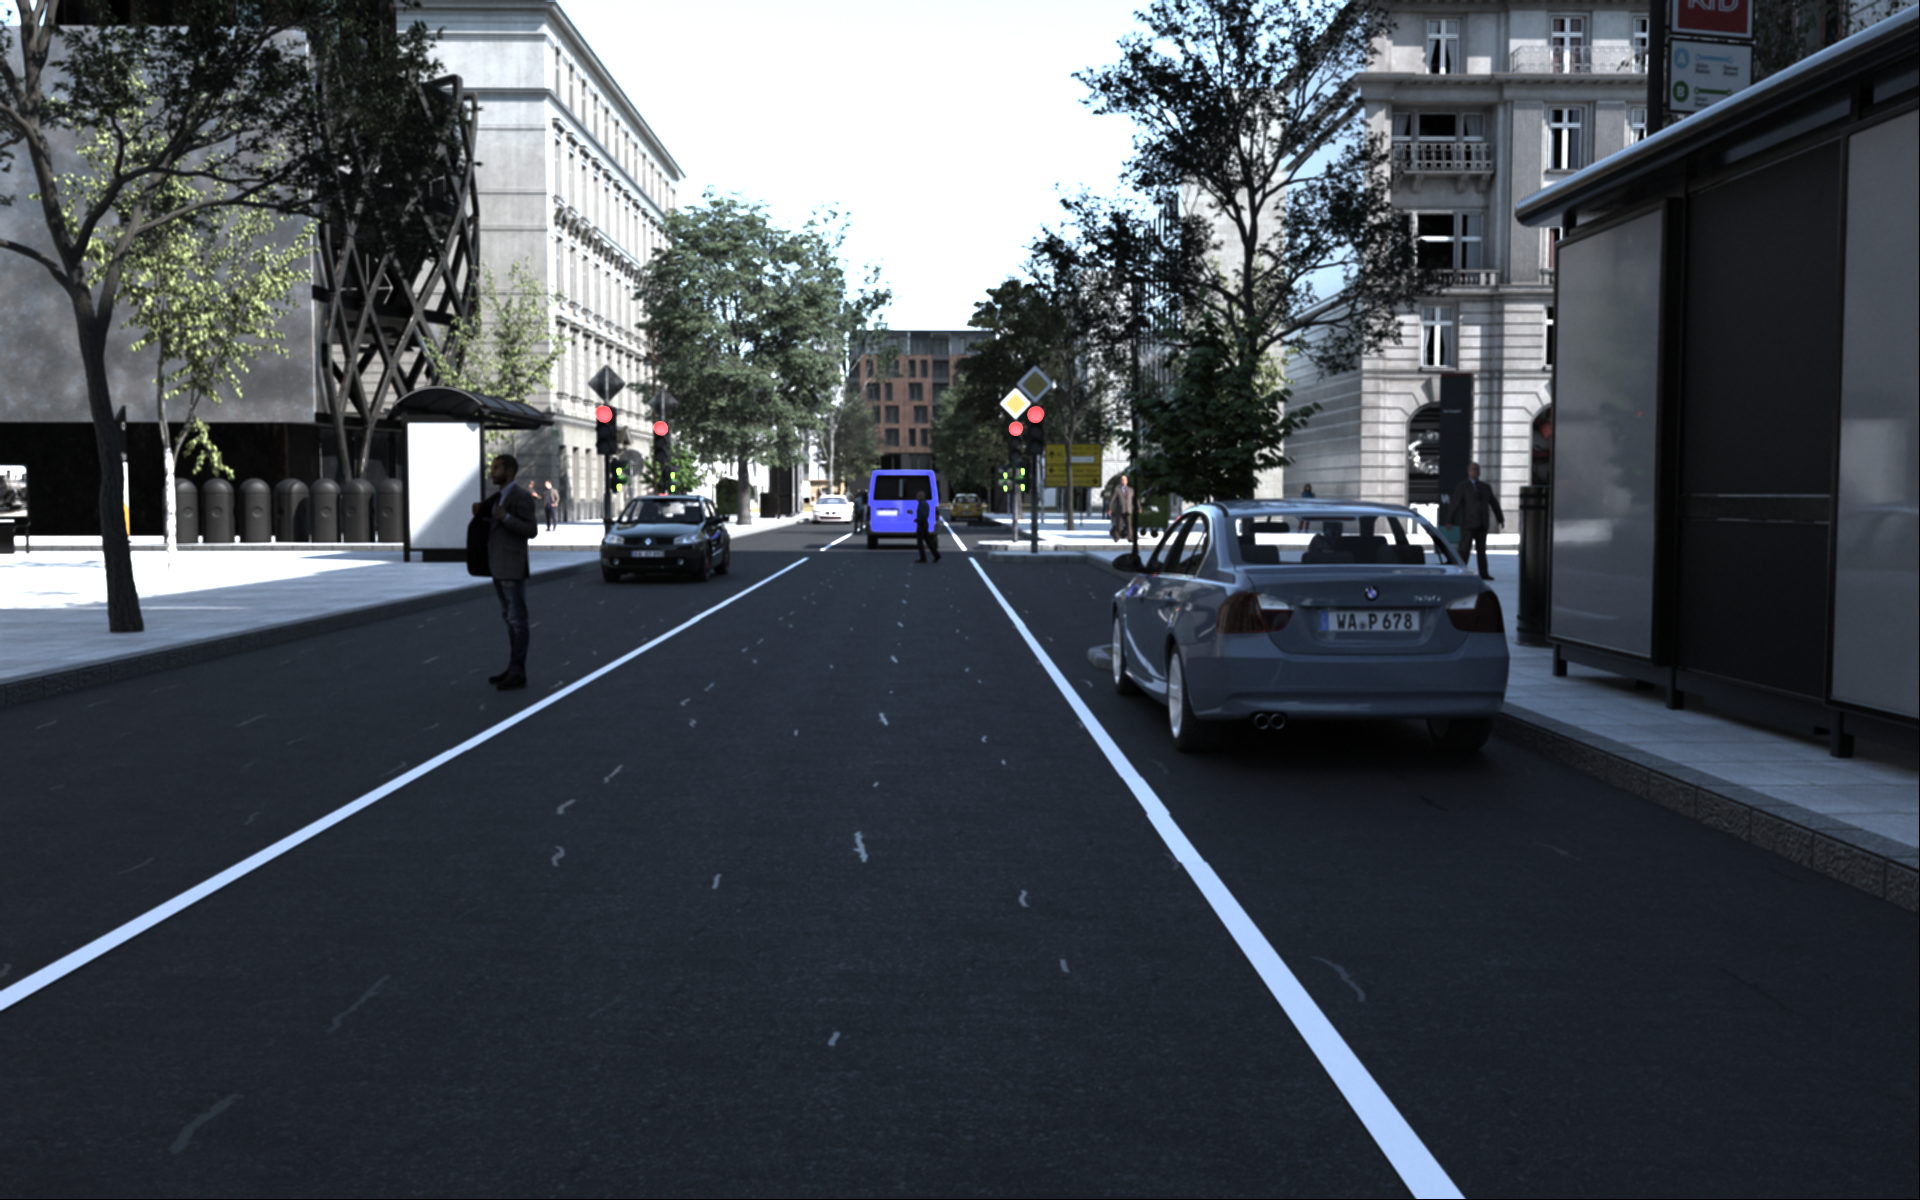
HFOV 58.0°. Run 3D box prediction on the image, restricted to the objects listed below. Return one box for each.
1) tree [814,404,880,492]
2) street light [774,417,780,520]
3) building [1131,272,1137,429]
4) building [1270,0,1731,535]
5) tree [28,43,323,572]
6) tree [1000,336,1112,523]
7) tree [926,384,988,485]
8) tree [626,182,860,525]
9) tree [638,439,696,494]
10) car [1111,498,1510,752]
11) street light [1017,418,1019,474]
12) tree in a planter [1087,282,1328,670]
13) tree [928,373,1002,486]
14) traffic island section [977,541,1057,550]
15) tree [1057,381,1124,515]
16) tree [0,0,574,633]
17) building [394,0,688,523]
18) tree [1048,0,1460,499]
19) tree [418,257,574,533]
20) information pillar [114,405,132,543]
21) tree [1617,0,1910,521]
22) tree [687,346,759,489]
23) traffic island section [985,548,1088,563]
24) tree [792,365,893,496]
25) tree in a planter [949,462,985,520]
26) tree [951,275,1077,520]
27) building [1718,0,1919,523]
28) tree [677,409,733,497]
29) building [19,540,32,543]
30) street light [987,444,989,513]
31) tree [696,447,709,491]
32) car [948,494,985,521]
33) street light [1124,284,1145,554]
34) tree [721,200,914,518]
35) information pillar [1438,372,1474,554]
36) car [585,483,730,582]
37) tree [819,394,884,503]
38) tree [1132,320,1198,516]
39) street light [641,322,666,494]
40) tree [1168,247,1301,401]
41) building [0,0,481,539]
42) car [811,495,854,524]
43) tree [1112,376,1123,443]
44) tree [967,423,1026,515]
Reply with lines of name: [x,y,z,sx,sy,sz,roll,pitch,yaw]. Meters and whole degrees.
tree: [-11.922,-14.982,179.371,7.601,10.594,8.767,-2,4,-25]
street light: [-9.065,-6.942,86.295,0.468,5.910,1.993,0,4,-1]
building: [19.443,-15.004,112.763,16.820,18.784,16.811,0,4,-1]
building: [24.036,-13.358,60.202,24.055,21.916,13.314,0,4,-1]
tree: [-12.786,-4.774,28.419,4.737,8.622,4.395,0,3,0]
tree: [3.852,-7.669,75.752,4.360,8.622,3.978,0,3,0]
tree: [0.776,-17.725,196.460,9.857,13.997,8.962,0,3,0]
tree: [-8.879,-10.028,70.609,9.857,13.997,8.962,0,3,0]
tree: [-9.089,-3.540,52.483,1.663,3.219,1.824,0,3,0]
car: [2.021,0.065,10.936,2.014,1.417,4.499,0,4,-2]
street light: [2.597,-6.553,79.923,0.468,5.910,1.993,0,4,-1]
tree in a planter: [2.110,-1.067,14.662,1.991,3.239,1.994,0,4,-1]
tree: [0.828,-14.944,162.468,7.486,12.596,7.792,0,3,0]
traffic island section: [1.468,-1.421,45.520,2.009,0.180,2.903,0,4,-1]
tree: [8.054,-9.562,106.699,4.737,8.622,4.395,0,3,0]
tree: [-8.062,-4.993,16.041,7.601,10.594,8.767,2,4,31]
building: [-26.331,-19.594,96.769,17.030,29.872,44.131,0,4,-1]
tree: [4.489,-5.752,28.456,7.601,10.594,8.767,-1,4,-10]
tree: [-14.025,-6.284,53.113,4.737,8.622,4.395,0,3,0]
information pillar: [-21.966,-3.305,45.392,0.183,3.616,0.504,0,4,0]
tree: [8.992,-4.173,18.595,4.360,8.622,3.978,0,3,0]
tree: [-11.735,-8.199,84.410,4.360,8.622,3.978,0,3,0]
traffic island section: [1.634,-0.933,37.537,2.009,0.180,2.903,0,4,-1]
tree: [-11.545,-15.519,164.101,12.009,13.543,11.850,0,3,0]
tree in a planter: [0.384,-6.118,97.255,1.991,3.239,1.994,0,4,-1]
tree: [2.798,-9.989,85.378,6.751,12.117,7.091,0,3,0]
building: [18.945,-14.049,17.089,14.401,28.519,23.554,0,4,-1]
tree: [-13.750,-8.762,93.615,4.737,8.622,4.395,0,3,0]
building: [-31.087,-11.490,21.152,30.059,22.955,16.112,0,4,-1]
street light: [1.940,-8.974,119.516,0.468,5.910,1.993,0,4,-1]
tree: [-9.465,-4.015,60.244,1.663,3.219,1.824,0,3,0]
car: [0.360,-5.040,92.620,2.015,1.641,3.980,0,4,1]
street light: [3.773,-3.934,37.103,0.468,5.910,1.993,0,4,-1]
tree: [-8.723,-15.518,109.602,12.611,20.169,13.585,0,3,0]
information pillar: [10.676,-2.930,37.287,0.750,3.857,0.750,1,4,23]
car: [-4.990,-1.212,29.607,2.009,1.686,4.222,0,4,0]
tree: [-12.179,-16.699,191.155,7.486,12.596,7.792,0,3,0]
tree: [8.943,-7.336,70.300,4.360,8.622,3.978,0,3,0]
street light: [-8.238,-4.521,46.706,0.468,5.910,1.993,0,4,-1]
tree: [8.237,-6.198,51.704,4.737,8.622,4.395,0,3,0]
building: [-25.793,-11.805,60.458,16.820,18.784,16.811,0,4,-1]
car: [-6.203,-4.400,84.307,2.083,1.381,4.827,0,4,-2]
tree: [7.203,-8.994,97.410,4.360,8.622,3.978,0,3,0]
tree: [2.888,-9.476,105.296,4.737,8.622,4.395,0,3,0]
